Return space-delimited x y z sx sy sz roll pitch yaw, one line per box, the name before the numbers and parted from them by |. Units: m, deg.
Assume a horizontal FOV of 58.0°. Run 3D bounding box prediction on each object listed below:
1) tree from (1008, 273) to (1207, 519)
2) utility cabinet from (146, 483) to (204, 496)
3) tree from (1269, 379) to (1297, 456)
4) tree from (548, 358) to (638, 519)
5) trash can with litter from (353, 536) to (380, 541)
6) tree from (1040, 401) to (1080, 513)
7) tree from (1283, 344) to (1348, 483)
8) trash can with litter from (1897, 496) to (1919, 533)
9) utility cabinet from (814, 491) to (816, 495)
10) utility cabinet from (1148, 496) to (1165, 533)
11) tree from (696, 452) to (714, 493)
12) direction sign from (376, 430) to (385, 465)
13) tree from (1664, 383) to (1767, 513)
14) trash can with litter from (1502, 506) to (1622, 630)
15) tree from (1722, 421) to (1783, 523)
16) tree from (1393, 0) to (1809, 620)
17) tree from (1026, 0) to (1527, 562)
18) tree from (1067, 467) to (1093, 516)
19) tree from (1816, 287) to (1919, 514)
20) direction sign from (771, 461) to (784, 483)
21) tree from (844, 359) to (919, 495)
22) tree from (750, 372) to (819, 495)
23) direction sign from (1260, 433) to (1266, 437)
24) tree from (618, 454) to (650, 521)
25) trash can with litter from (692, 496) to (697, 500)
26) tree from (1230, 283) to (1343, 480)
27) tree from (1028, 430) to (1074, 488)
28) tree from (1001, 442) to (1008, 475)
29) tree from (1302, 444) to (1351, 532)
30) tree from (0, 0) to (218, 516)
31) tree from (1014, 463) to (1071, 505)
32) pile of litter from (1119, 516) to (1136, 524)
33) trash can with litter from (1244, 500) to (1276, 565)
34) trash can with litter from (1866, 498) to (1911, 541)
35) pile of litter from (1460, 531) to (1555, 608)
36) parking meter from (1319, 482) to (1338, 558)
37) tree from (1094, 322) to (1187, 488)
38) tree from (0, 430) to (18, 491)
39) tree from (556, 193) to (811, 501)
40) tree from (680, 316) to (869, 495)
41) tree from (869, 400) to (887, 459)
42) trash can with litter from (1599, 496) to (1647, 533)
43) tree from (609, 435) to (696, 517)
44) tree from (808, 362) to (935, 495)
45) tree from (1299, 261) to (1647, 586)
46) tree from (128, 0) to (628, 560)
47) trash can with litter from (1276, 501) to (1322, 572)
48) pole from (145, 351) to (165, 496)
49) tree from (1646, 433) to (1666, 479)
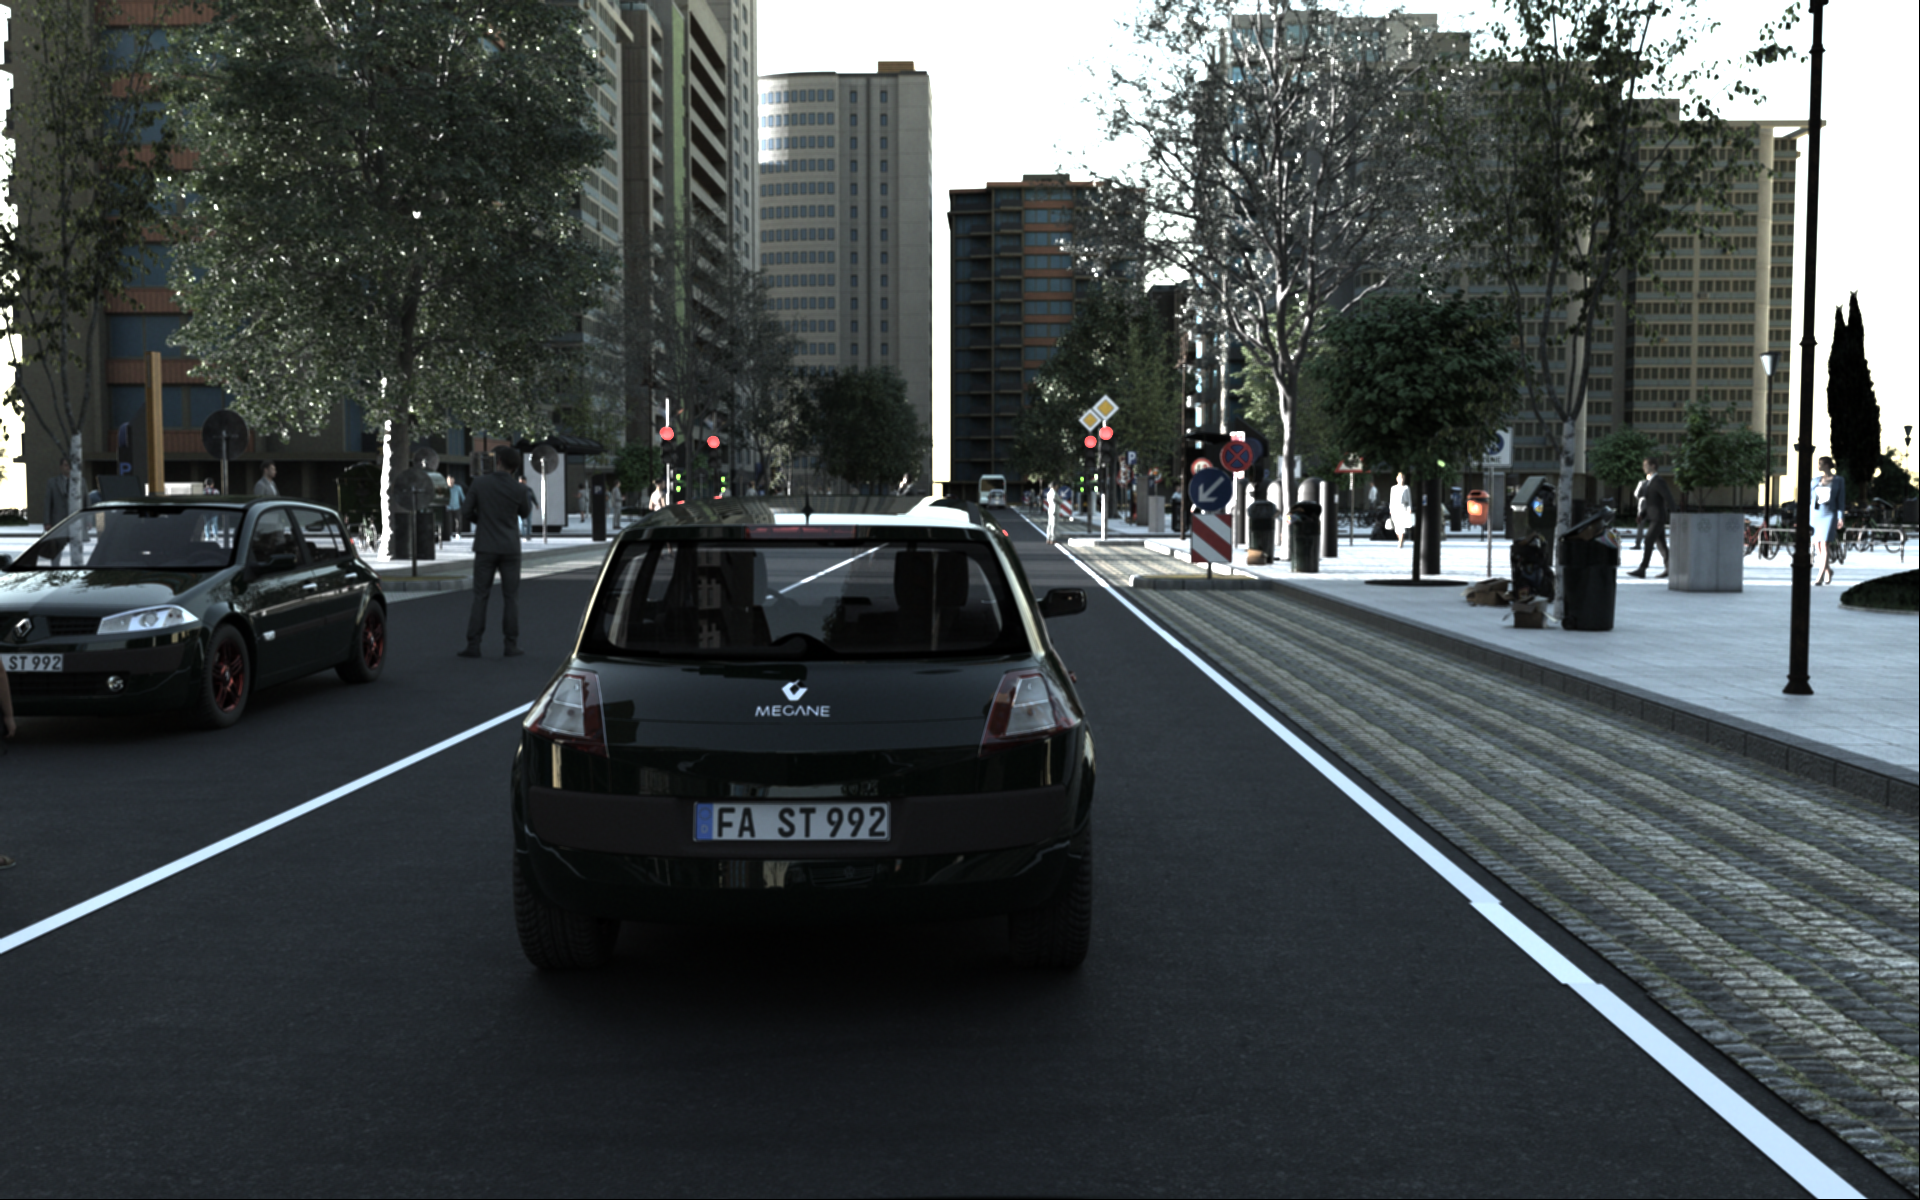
tree | 7.959 -10.578 89.953 9.611 12.733 9.660 0 3 0
utility cabinet | -15.144 -1.513 33.413 1.173 1.500 0.318 1 4 23
tree | 17.451 -8.273 85.634 4.360 8.622 3.978 0 3 0
tree | -19.085 -8.510 89.497 4.737 8.622 4.395 0 3 0
trash can with litter | -16.411 -2.291 48.517 1.678 1.210 2.233 1 4 12
tree | 7.723 -10.183 116.851 4.360 8.622 3.978 0 3 0
tree | 16.726 -7.796 77.828 4.737 8.622 4.395 0 3 0
trash can with litter | 32.178 -2.856 57.760 2.233 1.210 1.678 1 4 9
utility cabinet | -11.019 -7.361 129.038 0.318 1.500 1.173 -1 4 -19
utility cabinet | 6.559 -2.848 57.725 0.306 1.237 1.020 -1 4 -10
tree | -17.774 -7.806 111.349 4.285 4.588 4.351 0 3 0
direction sign | -20.361 -4.246 61.417 0.379 3.537 0.876 2 4 24
tree | 12.966 -2.186 30.344 1.663 3.219 1.824 0 3 0
trash can with litter | 5.708 -0.308 16.420 1.055 1.170 0.624 2 4 27
tree | 34.729 -5.689 76.726 4.285 4.588 4.351 0 3 0
tree | 6.306 -4.119 17.712 4.360 8.622 3.978 0 3 0
tree | 6.296 -7.508 33.133 12.009 13.543 11.850 0 3 0
tree | 7.474 -6.692 104.013 1.663 3.219 1.824 0 3 0
tree | 62.726 -13.058 115.321 13.155 14.587 18.604 0 4 1
direction sign | -12.385 -7.671 117.410 0.876 3.537 0.379 -1 4 -18
tree | -8.427 -15.832 165.508 9.857 13.997 8.962 0 3 0
tree | -9.999 -9.105 99.221 4.360 8.622 3.978 0 3 0
direction sign | 11.135 -4.444 64.660 0.876 3.537 0.379 -3 5 -44
tree | -15.774 -5.358 82.200 1.663 3.219 1.824 0 3 0
trash can with litter | -10.872 -3.773 72.751 2.233 1.210 1.678 -3 4 -36
tree | 18.139 -10.683 92.793 7.486 12.596 7.792 0 3 0
tree | 9.886 -17.087 197.491 7.486 12.596 7.792 0 3 0
tree | 8.105 -13.907 144.383 9.611 12.733 9.660 0 3 0
tree | 12.606 -3.892 58.229 1.663 3.219 1.824 0 3 0
tree | -11.130 -4.339 21.309 4.360 8.622 3.978 0 3 0
tree | 9.548 -16.740 208.105 8.767 10.594 7.601 3 5 40
pile of litter | 7.766 -3.790 75.927 1.719 0.858 1.176 -1 4 -10
trash can with litter | 5.517 -1.231 31.509 0.624 1.170 1.055 1 4 15
trash can with litter | 25.595 -2.223 47.734 1.055 1.170 0.624 0 4 -5
pile of litter | 6.410 -0.388 20.314 1.719 0.858 1.176 -3 5 -45
parking meter | 7.479 -1.635 35.137 0.372 1.533 0.369 0 3 0
tree | 7.821 -7.526 73.417 4.737 8.622 4.395 0 3 0
tree | -62.767 -9.800 123.128 11.467 7.101 20.602 0 4 6
tree | -10.939 -9.769 70.087 12.009 13.543 11.850 0 3 0
tree | -9.745 -9.368 87.573 8.767 10.594 7.601 -1 4 -14
tree | -9.587 -11.582 123.784 7.601 10.594 8.767 2 4 33
trash can with litter | 21.652 -2.795 56.757 2.233 1.210 1.678 0 4 2
tree | -17.974 -6.912 96.719 4.285 4.588 4.351 0 3 0
tree | -8.821 -14.268 150.295 9.611 12.733 9.660 0 3 0
tree | 6.441 -2.500 24.582 4.285 4.588 4.351 0 3 0
tree | -10.956 -7.763 33.586 9.857 13.997 8.962 0 3 0
trash can with litter | 5.608 -1.046 28.495 0.624 1.170 1.055 0 4 4
pole | -11.554 -1.899 24.884 0.158 3.312 0.155 0 3 0
tree | 29.691 -5.725 77.322 4.285 4.588 4.351 0 3 0
